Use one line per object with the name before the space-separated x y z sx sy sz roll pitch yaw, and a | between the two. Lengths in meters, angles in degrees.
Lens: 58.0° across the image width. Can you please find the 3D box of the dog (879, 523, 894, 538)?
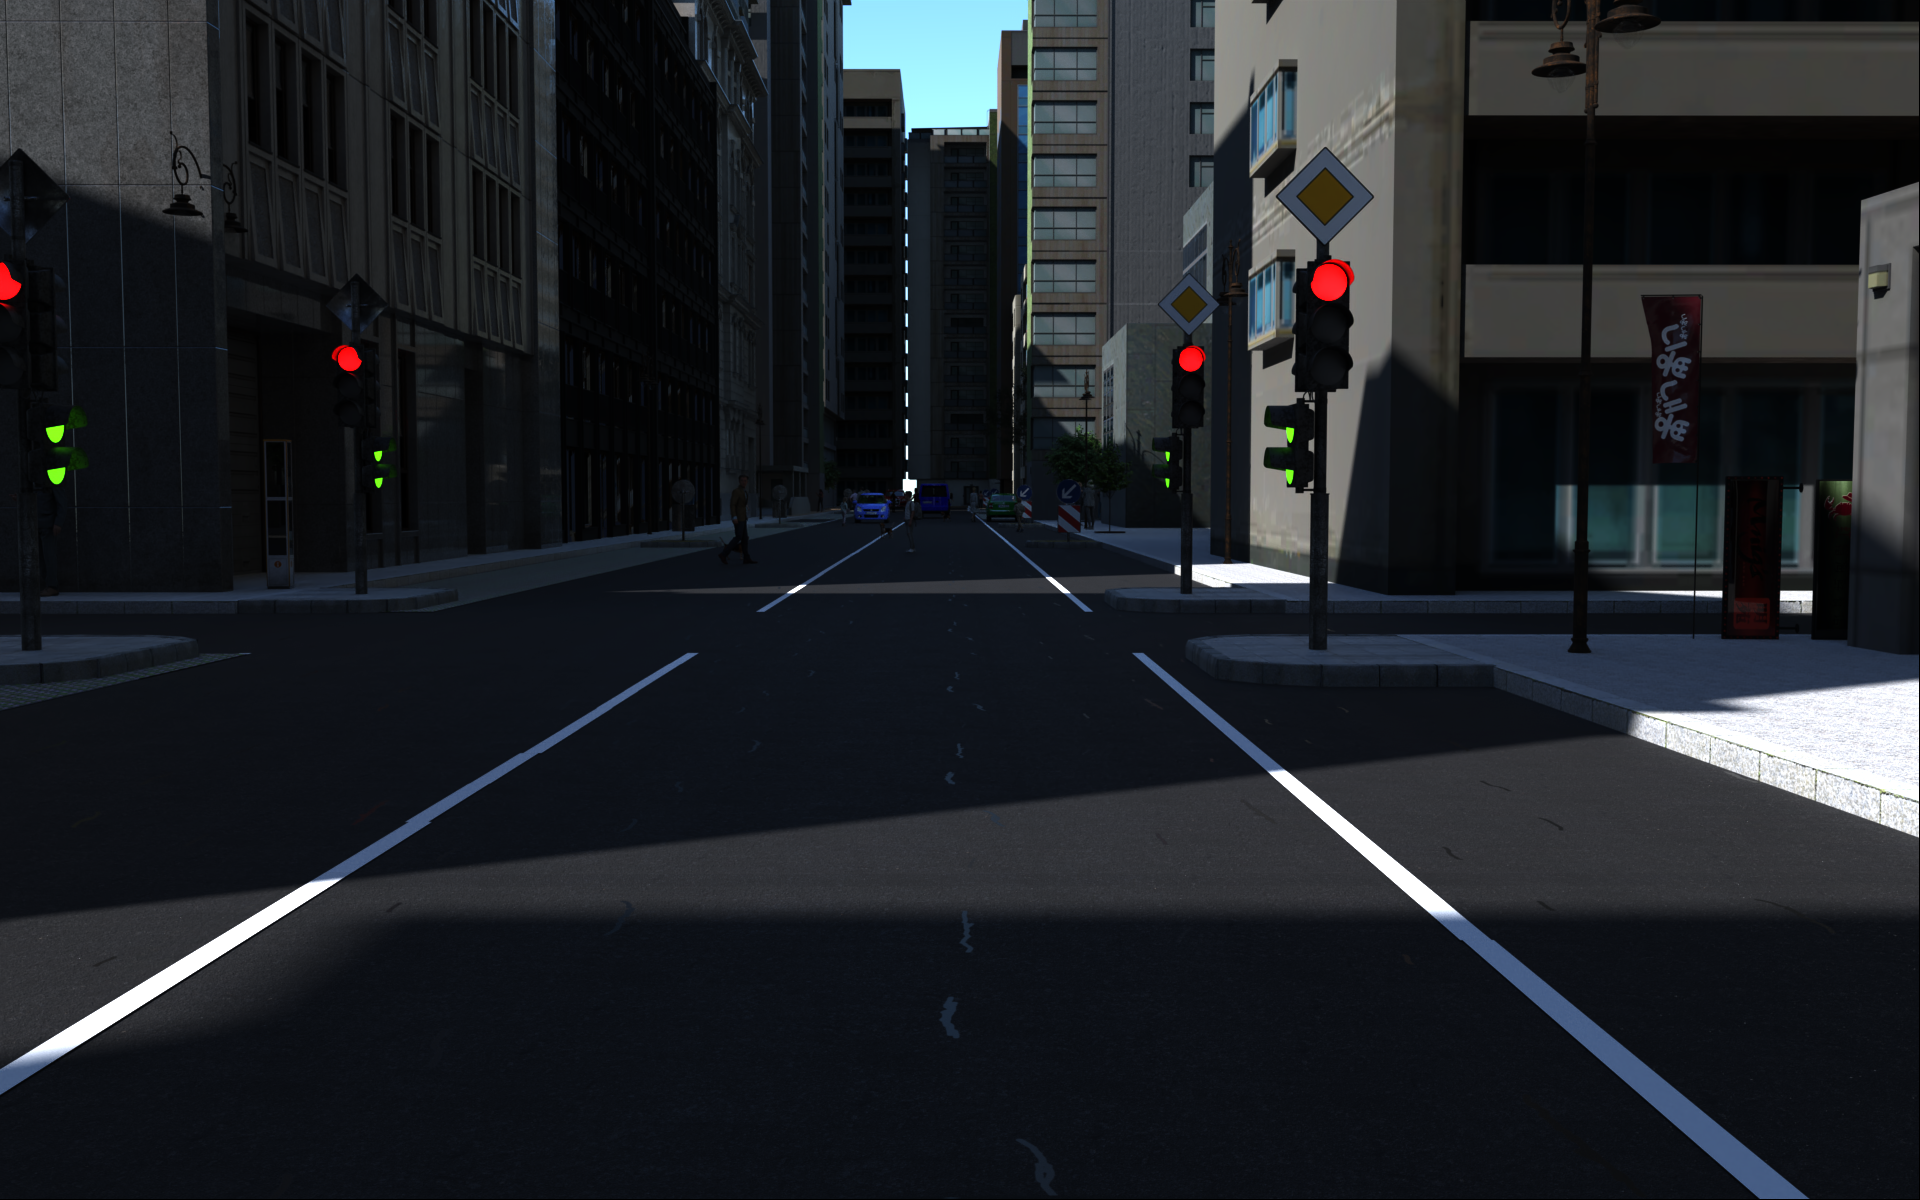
dog | -2.372 -2.248 56.045 0.406 0.507 0.540 0 4 6

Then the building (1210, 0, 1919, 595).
building | 15.856 -24.920 31.141 21.600 48.544 21.300 0 4 0

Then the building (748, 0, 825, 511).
building | -17.587 -27.166 127.767 14.154 41.232 14.086 0 4 0

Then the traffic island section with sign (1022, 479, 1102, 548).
traffic island section with sign | 2.796 -2.347 47.005 1.989 1.847 2.006 0 4 0

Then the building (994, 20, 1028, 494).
building | 10.626 -31.528 165.589 14.600 45.320 14.200 0 4 0

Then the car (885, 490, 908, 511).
car | -5.405 -8.320 144.699 2.281 1.827 5.304 0 4 -1

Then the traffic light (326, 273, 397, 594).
traffic light | -7.666 -2.030 22.115 0.839 4.253 0.868 0 4 0

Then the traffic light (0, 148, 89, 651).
traffic light | -7.621 -1.542 14.130 0.839 4.253 0.868 0 4 0

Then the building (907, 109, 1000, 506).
building | 1.317 -30.812 187.365 14.086 41.232 14.154 0 4 0

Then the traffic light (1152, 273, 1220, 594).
traffic light | 2.895 -2.035 22.190 0.839 4.253 0.868 0 4 0

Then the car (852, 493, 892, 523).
car | -4.371 -4.689 86.259 1.945 1.707 3.694 0 4 -1

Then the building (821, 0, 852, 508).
building | -24.416 -34.833 158.753 27.495 52.752 28.713 0 4 0

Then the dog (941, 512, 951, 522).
dog | -0.713 -4.327 90.030 0.540 0.507 0.406 0 4 -2

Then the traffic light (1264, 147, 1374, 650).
traffic light | 2.940 -1.546 14.205 0.839 4.253 0.868 0 4 0

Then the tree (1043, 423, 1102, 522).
tree | 5.487 -5.909 80.321 4.285 4.588 4.351 0 3 0

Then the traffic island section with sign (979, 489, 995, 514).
traffic island section with sign | 2.360 -7.103 124.767 1.989 1.847 2.006 0 4 0

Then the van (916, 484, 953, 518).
van | -1.535 -6.089 103.945 2.240 2.365 5.245 0 4 -1

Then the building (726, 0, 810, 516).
building | -26.174 -25.496 108.745 32.217 40.220 23.993 0 4 0

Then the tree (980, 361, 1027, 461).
tree | 5.135 -10.266 102.268 8.767 10.594 7.601 1 4 12

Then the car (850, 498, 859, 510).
car | -8.264 -7.827 137.762 2.009 1.686 4.222 0 4 0

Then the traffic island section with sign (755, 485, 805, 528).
traffic island section with sign | -7.667 -3.995 73.945 1.989 1.847 2.006 0 4 0

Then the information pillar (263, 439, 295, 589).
information pillar | -9.212 -1.158 23.430 0.304 2.012 0.304 -1 4 -9

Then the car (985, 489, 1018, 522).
car | 2.279 -5.024 90.938 1.959 1.807 4.718 0 4 1

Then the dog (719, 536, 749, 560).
dog | -4.929 -1.135 37.852 0.540 0.507 0.406 -2 4 -32

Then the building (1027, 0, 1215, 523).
building | 10.451 -24.852 89.917 14.154 41.232 14.086 0 4 0

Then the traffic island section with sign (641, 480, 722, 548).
traffic island section with sign | -7.519 -2.346 46.991 1.989 1.847 2.006 0 4 0

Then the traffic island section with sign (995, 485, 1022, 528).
traffic island section with sign | 2.642 -4.038 74.652 1.989 1.847 2.006 0 4 0

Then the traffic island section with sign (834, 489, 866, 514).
traffic island section with sign | -7.963 -7.058 124.025 1.989 1.847 2.006 0 4 0

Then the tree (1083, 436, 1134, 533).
tree | 4.806 -3.809 56.881 1.663 3.219 1.824 0 3 0

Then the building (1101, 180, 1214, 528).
building | 17.456 -45.591 58.088 22.319 86.520 31.000 0 4 0

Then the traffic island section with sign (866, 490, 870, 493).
traffic island section with sign | -8.107 -8.761 151.872 1.989 1.847 2.006 0 4 0

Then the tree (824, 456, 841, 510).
tree | -11.372 -9.736 142.901 4.285 4.588 4.351 0 3 0

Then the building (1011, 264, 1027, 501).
building | 18.641 -18.337 144.851 27.650 21.520 28.899 0 4 0

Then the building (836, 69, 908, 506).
building | -16.722 -34.655 190.308 21.600 48.544 21.300 0 4 0

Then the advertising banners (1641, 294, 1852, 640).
advertising banners | 7.012 -1.164 15.212 2.074 3.025 0.090 0 4 5
